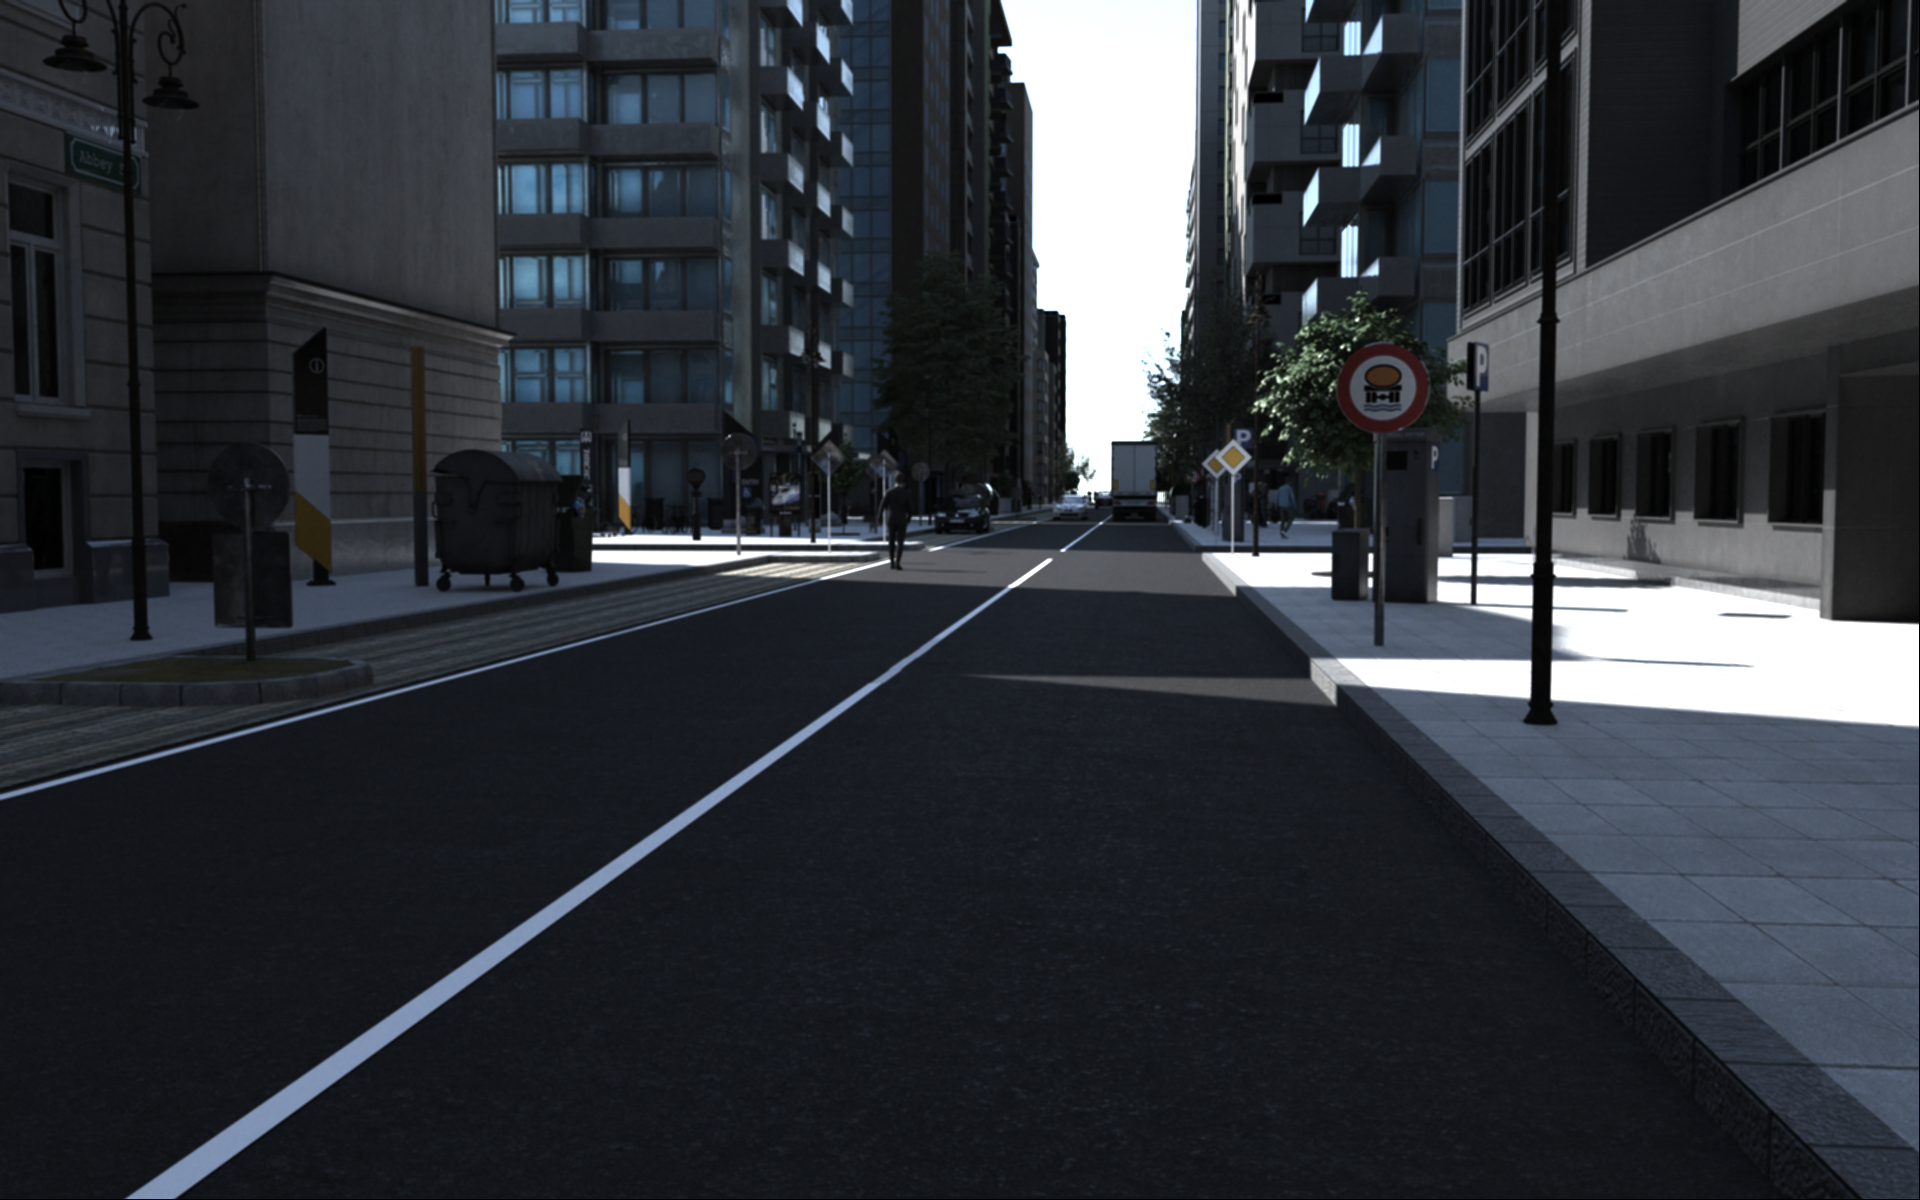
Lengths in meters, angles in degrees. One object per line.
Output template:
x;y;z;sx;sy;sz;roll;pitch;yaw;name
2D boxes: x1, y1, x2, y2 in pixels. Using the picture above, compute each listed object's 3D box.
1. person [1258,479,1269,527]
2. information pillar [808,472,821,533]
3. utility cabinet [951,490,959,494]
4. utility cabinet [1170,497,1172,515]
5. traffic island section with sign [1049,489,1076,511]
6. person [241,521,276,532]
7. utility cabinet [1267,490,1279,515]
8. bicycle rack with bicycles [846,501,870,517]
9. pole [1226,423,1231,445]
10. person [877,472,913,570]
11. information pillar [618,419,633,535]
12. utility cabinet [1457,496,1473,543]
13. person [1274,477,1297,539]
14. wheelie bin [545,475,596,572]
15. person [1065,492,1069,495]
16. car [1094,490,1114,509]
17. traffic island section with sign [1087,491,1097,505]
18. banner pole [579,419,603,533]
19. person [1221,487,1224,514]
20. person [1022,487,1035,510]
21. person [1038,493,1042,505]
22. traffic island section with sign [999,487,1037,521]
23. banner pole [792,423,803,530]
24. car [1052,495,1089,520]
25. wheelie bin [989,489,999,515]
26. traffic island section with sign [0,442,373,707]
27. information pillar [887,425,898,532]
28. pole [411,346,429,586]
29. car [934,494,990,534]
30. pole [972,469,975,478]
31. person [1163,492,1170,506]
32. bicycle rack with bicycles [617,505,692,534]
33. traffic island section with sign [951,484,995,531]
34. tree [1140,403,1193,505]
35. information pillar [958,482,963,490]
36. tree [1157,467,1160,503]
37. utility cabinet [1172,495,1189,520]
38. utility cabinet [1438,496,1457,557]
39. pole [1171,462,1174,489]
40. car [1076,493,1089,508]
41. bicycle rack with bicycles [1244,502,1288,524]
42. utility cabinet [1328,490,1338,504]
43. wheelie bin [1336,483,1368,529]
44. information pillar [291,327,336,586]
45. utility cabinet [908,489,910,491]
11.650;-3.723;66.714;0.447;1.846;0.655;1;4;17;person
-4.845;-3.258;57.768;0.304;2.012;0.304;-3;4;-36;information pillar
-0.065;-4.640;84.550;1.173;1.500;0.318;2;4;28;utility cabinet
13.343;-5.912;107.829;0.306;1.237;1.020;-1;4;-11;utility cabinet
8.456;-8.320;144.660;1.989;1.847;2.006;0;4;6;traffic island section with sign
-8.878;-0.952;21.880;0.678;1.792;0.850;1;4;16;person
16.342;-5.047;91.200;1.173;1.500;0.318;-2;4;-30;utility cabinet
-6.183;-5.068;96.249;2.925;0.926;2.852;-2;4;-28;bicycle rack with bicycles
7.755;-3.443;50.133;0.158;3.312;0.155;0;3;0;pole
-1.207;-1.509;32.950;0.659;1.850;0.755;0;4;5;person
-10.496;-3.845;54.225;0.504;3.616;0.183;3;4;37;information pillar
13.364;-2.135;46.066;1.020;1.237;0.306;-3;5;-42;utility cabinet
9.336;-2.649;49.698;0.444;1.785;0.601;-3;5;-40;person
-6.481;-1.272;28.704;0.980;1.594;0.693;2;4;31;wheelie bin
14.638;-13.954;235.014;1.217;1.723;0.721;2;4;33;person
14.254;-9.848;169.685;2.281;1.827;5.304;0;4;6;car
19.902;-14.981;253.563;1.989;1.847;2.006;0;4;6;traffic island section with sign
-12.316;-4.148;57.835;0.863;3.779;0.401;1;4;14;banner pole
13.241;-4.949;86.764;0.655;1.846;0.447;3;5;45;person
5.716;-8.378;142.956;1.348;1.831;0.705;-3;4;-37;person
9.528;-12.115;207.358;0.421;1.427;0.697;-1;4;-10;person
3.152;-5.234;94.199;1.989;1.847;2.006;0;4;6;traffic island section with sign
-5.771;-4.374;61.534;0.401;3.779;0.863;1;4;20;banner pole
6.230;-5.191;97.238;2.083;1.381;4.827;0;4;6;car
2.018;-5.935;104.940;0.693;1.594;0.980;0;4;5;wheelie bin
-5.427;-0.240;12.559;1.989;1.847;2.006;0;4;6;traffic island section with sign
-2.264;-4.128;58.840;0.183;3.616;0.504;2;4;32;information pillar
-7.512;-1.849;24.070;0.158;3.312;0.155;0;3;0;pole
0.100;-3.261;63.096;2.009;1.686;4.222;0;4;6;car
0.892;-7.156;110.842;0.158;3.312;0.155;0;3;0;pole
23.155;-11.431;193.015;1.350;1.814;0.705;2;4;30;person
-9.795;-2.650;56.713;2.852;0.926;2.925;1;4;19;bicycle rack with bicycles
0.310;-3.580;67.163;1.989;1.847;2.006;0;4;6;traffic island section with sign
24.485;-17.488;204.052;7.486;12.596;7.792;0;3;0;tree
0.045;-6.303;107.546;0.304;2.012;0.304;1;4;8;information pillar
17.827;-9.349;136.573;4.285;4.588;4.351;0;3;0;tree
11.137;-4.636;86.962;0.306;1.237;1.020;2;4;31;utility cabinet
9.534;-1.481;35.382;1.020;1.237;0.306;0;4;5;utility cabinet
13.456;-7.087;109.713;0.158;3.312;0.155;0;3;0;pole
12.645;-10.566;182.348;1.945;1.707;3.694;0;4;8;car
13.370;-3.849;76.312;2.925;0.926;2.852;-2;4;-24;bicycle rack with bicycles
19.766;-4.990;90.270;1.173;1.500;0.318;-1;4;-13;utility cabinet
10.146;-2.254;44.753;0.693;1.594;0.980;0;4;-7;wheelie bin
-9.037;-2.007;24.171;0.504;3.616;0.183;-3;5;-43;information pillar
-2.811;-4.173;76.903;1.173;1.500;0.318;0;4;-3;utility cabinet
